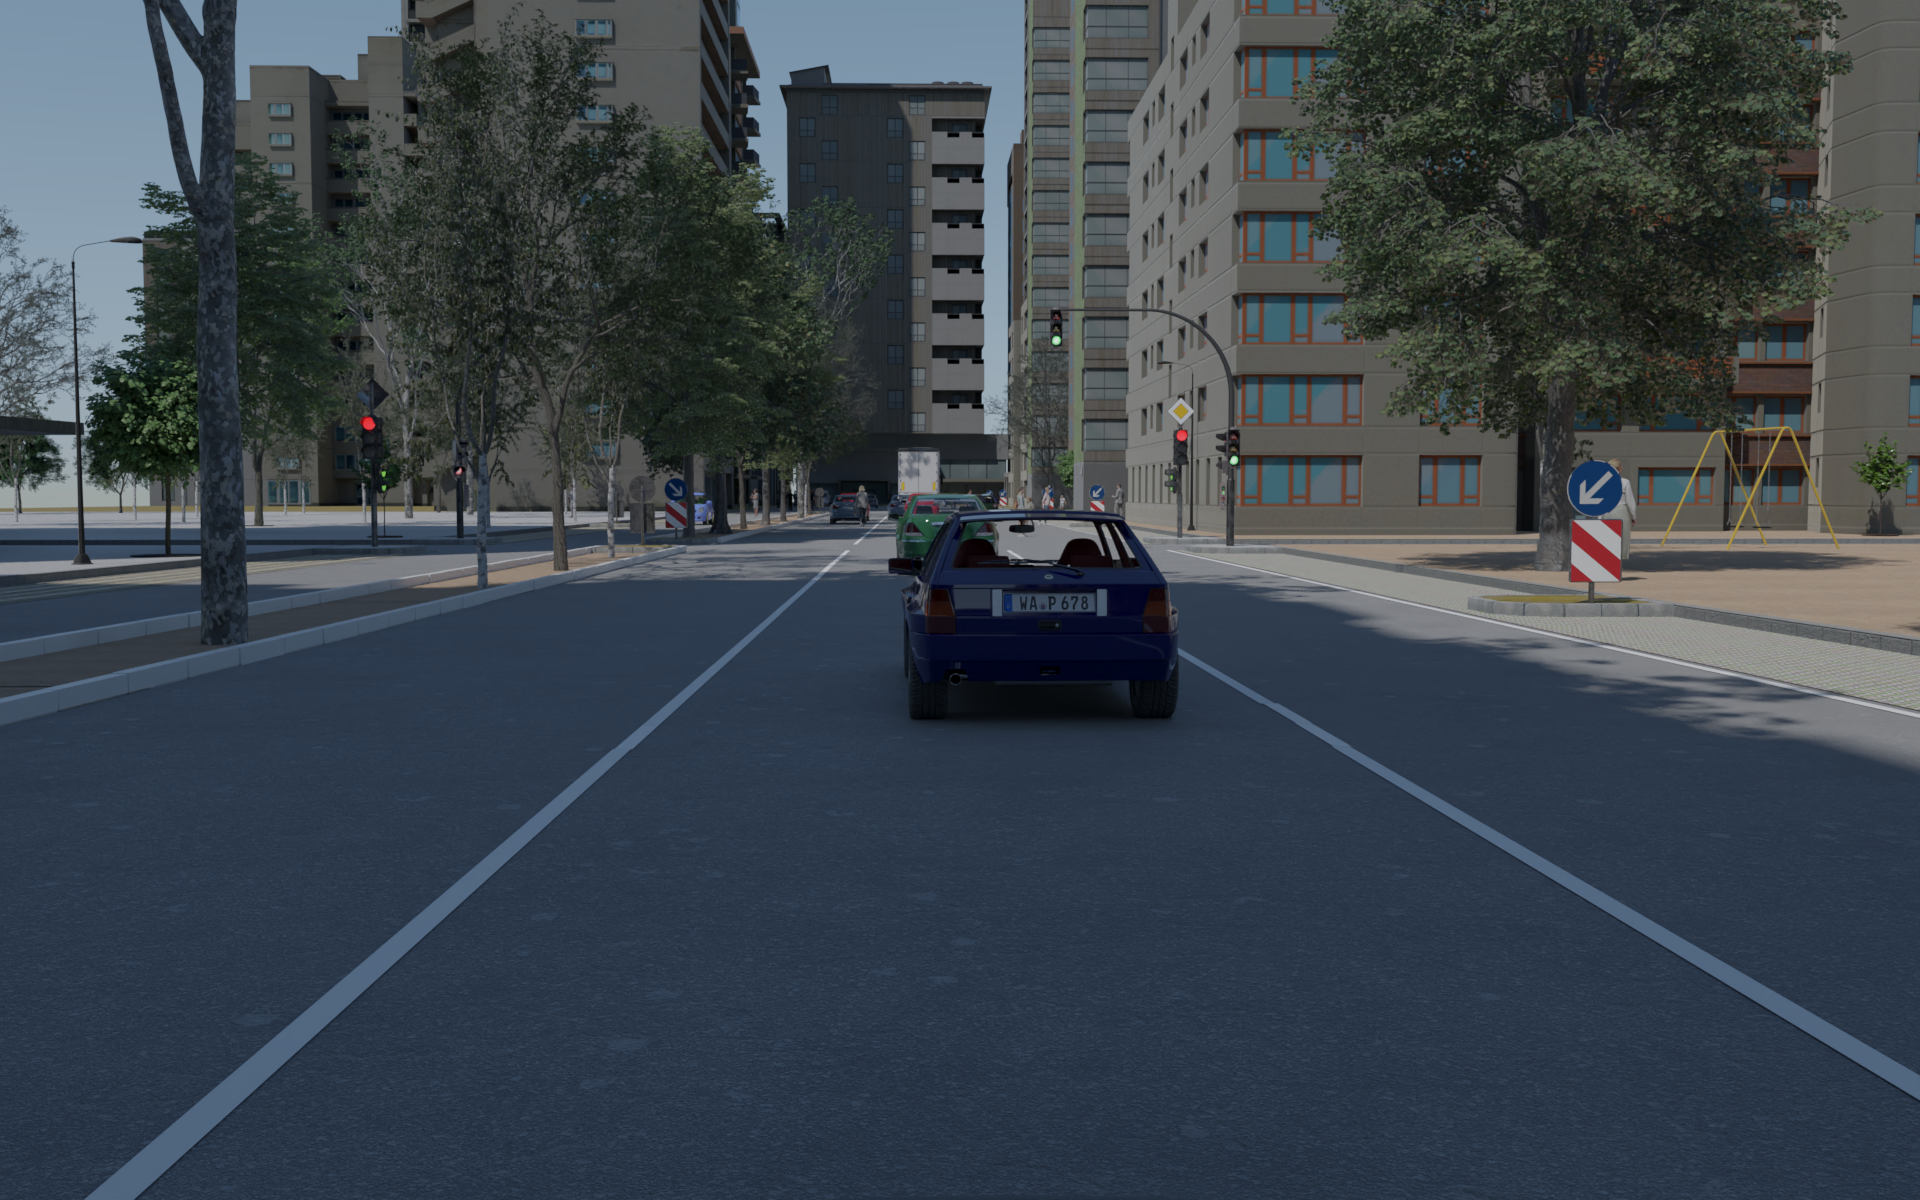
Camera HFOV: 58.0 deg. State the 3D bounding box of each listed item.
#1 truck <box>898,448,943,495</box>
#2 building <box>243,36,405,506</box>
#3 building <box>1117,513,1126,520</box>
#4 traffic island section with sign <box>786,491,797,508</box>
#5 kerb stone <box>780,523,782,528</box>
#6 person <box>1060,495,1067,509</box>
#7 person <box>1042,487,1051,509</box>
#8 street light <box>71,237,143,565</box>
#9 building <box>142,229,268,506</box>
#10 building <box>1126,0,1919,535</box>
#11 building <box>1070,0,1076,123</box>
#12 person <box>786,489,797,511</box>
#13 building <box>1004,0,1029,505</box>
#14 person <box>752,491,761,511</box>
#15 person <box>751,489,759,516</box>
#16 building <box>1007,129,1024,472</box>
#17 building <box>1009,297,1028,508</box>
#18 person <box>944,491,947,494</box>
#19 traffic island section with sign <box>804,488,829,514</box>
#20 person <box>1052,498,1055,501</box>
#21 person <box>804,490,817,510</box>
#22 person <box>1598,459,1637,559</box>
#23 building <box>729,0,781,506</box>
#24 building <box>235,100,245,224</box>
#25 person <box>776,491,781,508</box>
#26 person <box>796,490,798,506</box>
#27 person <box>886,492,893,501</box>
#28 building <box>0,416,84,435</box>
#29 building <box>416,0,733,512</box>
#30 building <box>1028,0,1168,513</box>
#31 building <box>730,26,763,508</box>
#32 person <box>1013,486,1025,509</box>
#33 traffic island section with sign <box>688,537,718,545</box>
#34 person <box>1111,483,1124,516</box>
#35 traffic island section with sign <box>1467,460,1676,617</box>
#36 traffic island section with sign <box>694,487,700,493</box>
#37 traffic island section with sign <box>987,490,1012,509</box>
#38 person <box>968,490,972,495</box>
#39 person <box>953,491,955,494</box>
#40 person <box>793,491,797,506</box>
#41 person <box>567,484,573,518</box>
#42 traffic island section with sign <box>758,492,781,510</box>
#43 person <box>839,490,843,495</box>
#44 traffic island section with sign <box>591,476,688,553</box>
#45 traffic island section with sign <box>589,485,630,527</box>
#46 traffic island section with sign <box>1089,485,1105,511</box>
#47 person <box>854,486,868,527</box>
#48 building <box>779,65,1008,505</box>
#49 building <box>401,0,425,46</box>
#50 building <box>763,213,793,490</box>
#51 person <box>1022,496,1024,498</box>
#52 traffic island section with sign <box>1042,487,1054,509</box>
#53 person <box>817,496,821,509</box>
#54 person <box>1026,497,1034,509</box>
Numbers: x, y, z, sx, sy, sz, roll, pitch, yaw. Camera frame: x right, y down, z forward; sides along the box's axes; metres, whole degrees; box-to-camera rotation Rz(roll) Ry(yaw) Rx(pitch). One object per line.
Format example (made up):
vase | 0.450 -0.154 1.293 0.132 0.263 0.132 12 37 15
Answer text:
truck | -2.536 -7.458 110.849 2.839 4.237 11.283 0 4 0
building | -62.343 -34.558 188.716 21.600 48.544 21.300 0 4 -2
building | 12.964 -24.980 92.025 14.154 41.232 14.086 0 4 -2
traffic island section with sign | -17.708 -10.409 178.808 1.989 1.847 2.006 0 4 -2
kerb stone | -7.695 -3.101 72.903 0.120 0.150 1.000 0 4 -2
person | 6.589 -6.100 110.788 0.505 1.210 0.382 1 4 18
person | 3.789 -4.242 78.523 0.598 1.740 0.731 1 4 8
street light | -15.446 -3.599 31.379 1.470 5.913 1.316 0 4 -2
building | -80.277 -25.702 191.927 14.107 30.474 14.160 0 4 -2
building | 22.609 -13.600 67.398 28.899 21.520 27.650 0 4 -2
building | 15.004 -28.639 118.352 14.600 45.320 14.200 0 4 -2
person | -14.350 -8.482 146.805 1.348 1.869 0.705 2 4 33
building | 15.657 -46.001 190.364 20.563 71.187 20.611 0 4 -2
person | -17.178 -8.399 146.615 0.721 1.735 1.217 -3 5 -43
person | -13.260 -6.296 111.798 0.532 1.782 0.716 0 4 -4
building | 13.331 -34.619 216.125 14.200 45.320 14.600 0 4 -2
building | 19.315 -19.708 167.263 27.650 21.520 28.899 0 4 -2
person | -1.572 -11.285 192.975 0.705 1.831 1.348 1 4 10
traffic island section with sign | -10.182 -7.152 125.074 2.006 1.907 1.989 0 4 -2
person | 6.785 -7.433 130.794 0.599 1.433 0.991 -3 4 -38
person | -13.032 -8.770 151.902 1.348 1.822 0.705 -1 4 -8
person | 9.606 -1.173 25.445 0.641 1.798 0.478 -3 4 -37
building | -36.041 -53.527 187.831 31.000 86.520 22.319 0 4 -2
building | -77.852 -36.272 216.753 21.600 48.544 21.300 0 4 -2
person | -18.137 -10.054 173.601 0.721 1.735 1.217 1 4 18
person | -17.373 -10.844 185.437 1.348 1.869 0.705 -3 5 -43
person | -8.169 -11.751 201.337 1.217 1.735 0.721 -1 4 -19
building | -35.294 -22.933 29.581 28.867 44.769 22.147 0 4 -2
building | -29.608 -31.266 134.900 21.300 48.544 21.600 0 4 -2
building | 12.543 -28.135 143.599 14.154 41.232 14.086 0 4 -2
building | -30.103 -30.946 160.590 22.147 44.769 28.867 0 4 -2
person | 2.043 -2.964 57.962 0.522 1.701 0.512 -1 4 -10
traffic island section with sign | -8.099 -2.558 49.965 2.006 1.907 1.989 0 4 -2
person | 7.622 -4.736 83.680 0.583 1.804 0.606 3 4 37
traffic island section with sign | 7.285 -0.756 20.989 1.989 1.847 2.006 0 4 -2
traffic island section with sign | -15.576 -5.691 101.681 1.989 1.847 2.006 0 4 -2
traffic island section with sign | 3.652 -8.795 152.431 1.989 1.847 2.006 0 4 -2
person | 0.888 -7.396 129.956 0.750 1.759 0.617 -2 4 -23
person | -0.604 -9.995 172.840 0.530 1.710 0.541 0 4 2
person | -17.241 -10.558 181.206 0.705 1.814 1.350 1 4 17
person | -21.084 -5.355 93.795 0.583 1.804 0.606 -3 5 -40
traffic island section with sign | -16.969 -8.761 151.863 1.989 1.847 2.006 0 4 -2
person | -10.836 -9.243 159.762 1.348 1.807 0.705 3 4 36
traffic island section with sign | -7.904 -2.105 42.560 2.006 1.907 1.989 0 4 -2
traffic island section with sign | -14.833 -4.043 74.736 1.989 1.847 2.006 0 4 -2
traffic island section with sign | 5.778 -4.077 75.294 1.989 1.847 2.006 0 4 -2
person | -4.379 -4.128 76.169 0.709 1.800 0.728 0 4 -3
building | -8.140 -38.700 221.983 27.495 52.752 28.713 0 4 -2
building | -56.724 -47.610 216.675 20.611 71.187 20.563 0 4 -2
building | -33.957 -32.586 224.665 23.993 40.220 32.217 0 4 -2
person | 4.443 -6.934 126.149 0.394 1.301 0.425 0 4 -8
traffic island section with sign | 5.031 -5.725 102.239 1.989 1.847 2.006 0 4 -2
person | -13.801 -9.786 169.328 0.721 1.723 1.217 -3 5 -44
person | 2.987 -3.745 74.003 0.475 1.303 0.640 3 4 39
